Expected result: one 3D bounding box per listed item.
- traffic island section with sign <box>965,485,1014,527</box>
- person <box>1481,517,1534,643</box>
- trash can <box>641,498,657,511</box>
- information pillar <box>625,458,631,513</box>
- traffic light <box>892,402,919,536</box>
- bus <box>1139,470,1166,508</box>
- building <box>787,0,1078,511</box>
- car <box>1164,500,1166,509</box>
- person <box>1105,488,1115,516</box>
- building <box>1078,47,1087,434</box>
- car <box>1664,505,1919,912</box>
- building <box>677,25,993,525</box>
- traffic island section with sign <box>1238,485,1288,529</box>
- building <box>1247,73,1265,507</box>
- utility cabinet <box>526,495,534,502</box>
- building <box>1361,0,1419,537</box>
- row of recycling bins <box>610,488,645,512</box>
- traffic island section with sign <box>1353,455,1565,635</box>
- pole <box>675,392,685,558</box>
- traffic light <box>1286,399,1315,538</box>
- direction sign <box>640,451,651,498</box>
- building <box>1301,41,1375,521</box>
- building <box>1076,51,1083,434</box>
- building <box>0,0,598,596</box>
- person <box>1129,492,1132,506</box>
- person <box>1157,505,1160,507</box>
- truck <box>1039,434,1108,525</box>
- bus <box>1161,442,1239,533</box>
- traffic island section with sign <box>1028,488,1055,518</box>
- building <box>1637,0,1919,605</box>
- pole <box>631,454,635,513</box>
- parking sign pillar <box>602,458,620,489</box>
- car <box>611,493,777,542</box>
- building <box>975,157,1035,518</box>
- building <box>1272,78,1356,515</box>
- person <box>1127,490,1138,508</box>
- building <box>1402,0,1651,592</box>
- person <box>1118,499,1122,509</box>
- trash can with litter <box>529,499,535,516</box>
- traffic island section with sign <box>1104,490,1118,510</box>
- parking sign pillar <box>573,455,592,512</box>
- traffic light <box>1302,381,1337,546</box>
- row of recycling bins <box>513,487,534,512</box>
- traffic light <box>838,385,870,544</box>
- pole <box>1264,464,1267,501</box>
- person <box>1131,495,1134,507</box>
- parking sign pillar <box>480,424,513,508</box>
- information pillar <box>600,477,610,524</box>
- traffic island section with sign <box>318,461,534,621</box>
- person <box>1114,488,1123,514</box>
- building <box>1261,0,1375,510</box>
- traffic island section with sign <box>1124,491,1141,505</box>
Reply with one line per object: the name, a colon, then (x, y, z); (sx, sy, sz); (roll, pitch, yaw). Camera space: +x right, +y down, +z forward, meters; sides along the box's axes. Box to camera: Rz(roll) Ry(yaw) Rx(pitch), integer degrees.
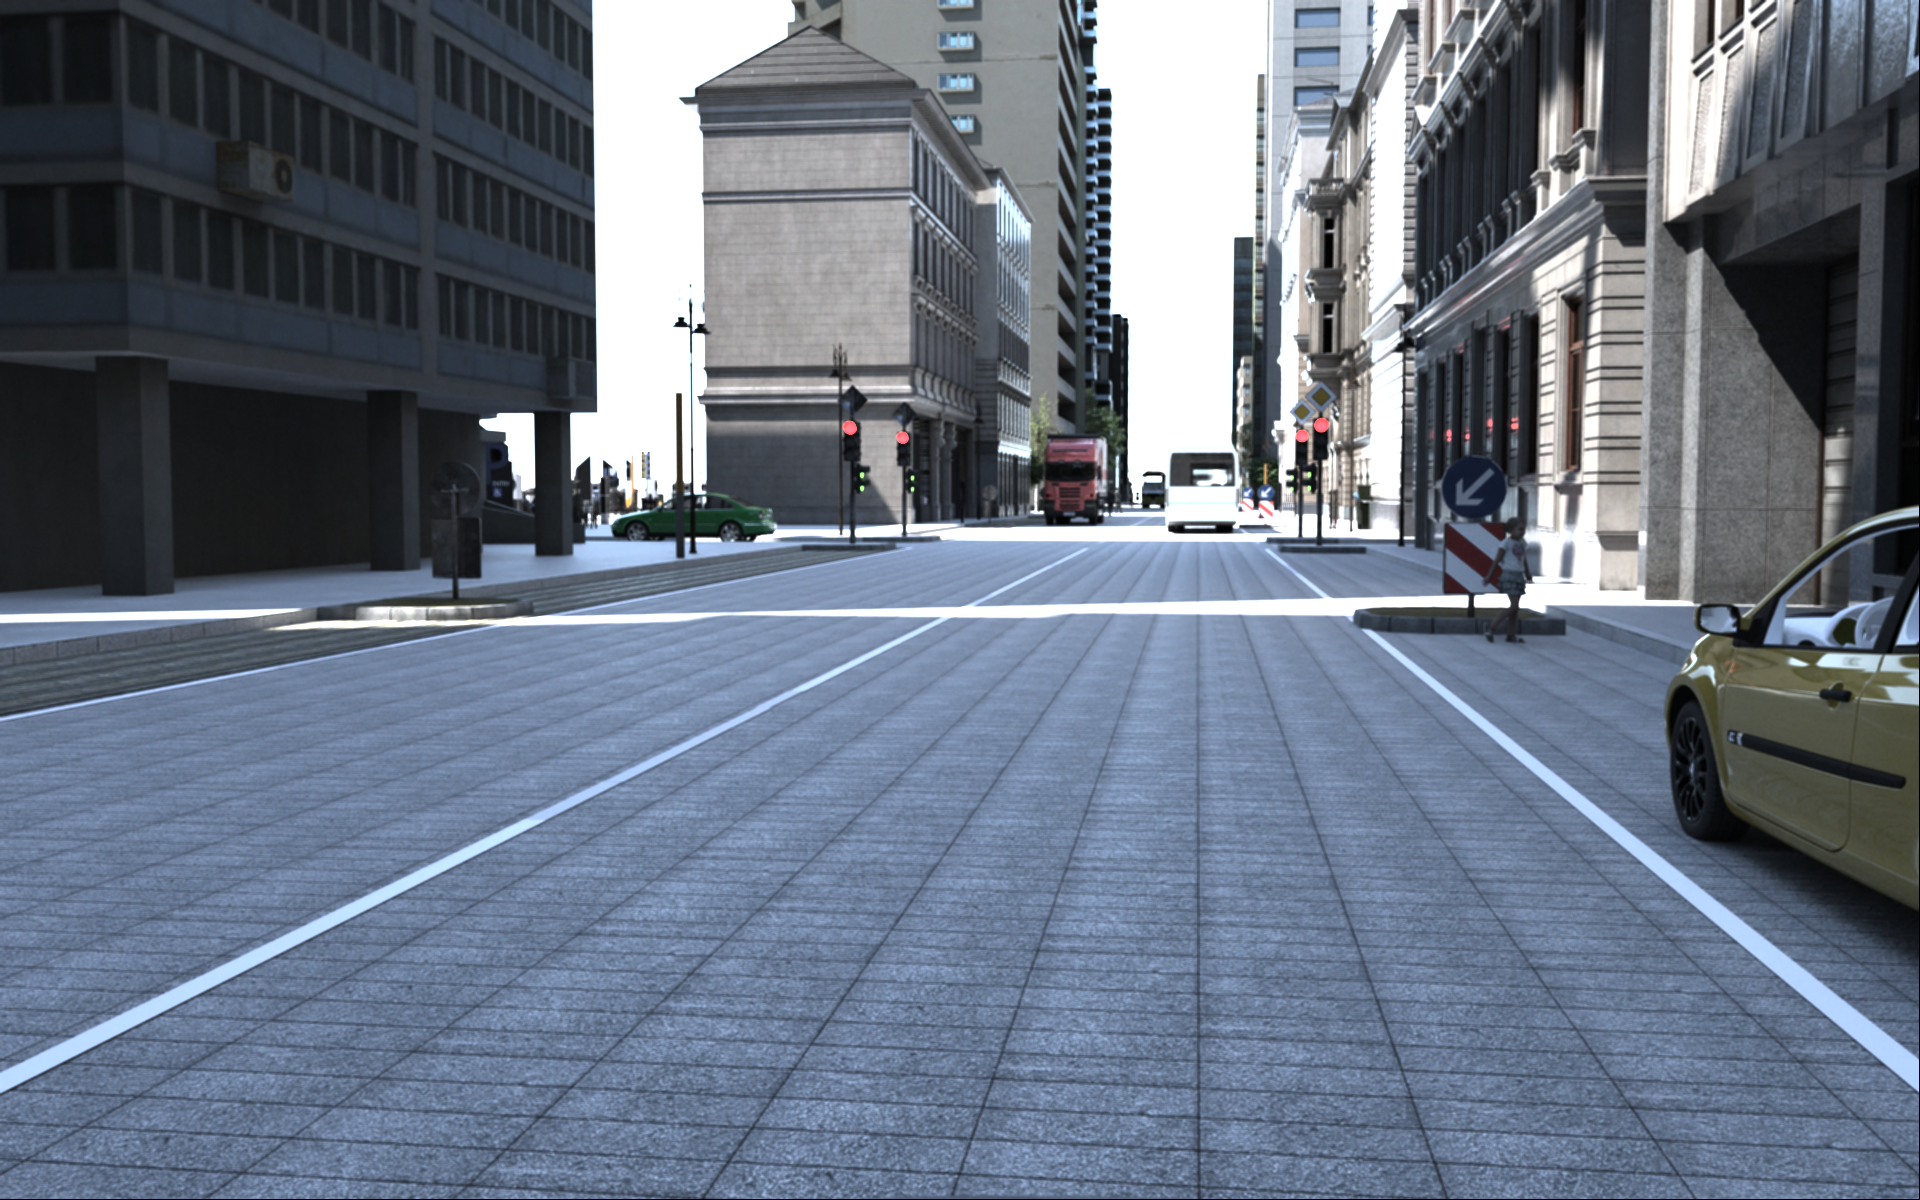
traffic island section with sign: (1.302, -4.042, 74.719); (1.989, 1.847, 2.006); (0, 4, 8)
person: (5.331, -0.199, 16.772); (0.505, 1.210, 0.382); (-3, 4, -38)
trash can: (-12.779, -3.640, 71.161); (0.748, 1.137, 0.748); (0, 3, 0)
information pillar: (-21.337, -7.363, 111.747); (0.504, 3.616, 0.183); (0, 4, 1)
traffic light: (-1.673, -3.895, 52.601); (0.839, 4.253, 0.868); (0, 4, 8)
bus: (20.158, -11.496, 179.503); (2.896, 3.916, 12.252); (0, 4, 8)
building: (-1.971, -31.501, 138.736); (21.300, 48.544, 21.600); (0, 4, 8)
car: (14.739, -6.408, 116.770); (2.014, 1.417, 4.499); (0, 4, 7)
person: (9.800, -6.394, 112.817); (0.659, 1.850, 0.755); (1, 4, 12)
building: (4.982, -31.804, 170.108); (14.600, 45.320, 14.200); (0, 4, 8)
car: (3.745, 0.261, 5.949); (2.015, 1.641, 3.980); (0, 4, 6)
building: (-6.204, -13.575, 72.861); (10.553, 20.767, 40.483); (0, 4, 8)
traffic island section with sign: (12.712, -3.921, 72.738); (1.989, 1.847, 2.006); (0, 4, 8)
building: (35.996, -29.810, 170.982); (14.154, 41.232, 14.086); (0, 4, 8)
utility cabinet: (-22.540, -4.941, 91.949); (0.306, 1.237, 1.020); (3, 4, 37)
building: (22.827, -13.769, 54.008); (19.941, 23.489, 11.050); (0, 4, 8)
row of recycling bins: (-23.318, -7.042, 122.250); (3.534, 1.692, 1.069); (-3, 5, -40)
traffic island section with sign: (5.295, -0.612, 18.636); (1.989, 1.847, 2.006); (0, 4, 8)
pole: (-5.630, -2.503, 34.771); (0.158, 3.312, 0.155); (0, 3, 0)
traffic light: (10.031, -3.798, 51.017); (0.839, 4.253, 0.868); (0, 4, 8)
direction sign: (-16.455, -6.041, 90.770); (0.876, 3.537, 0.379); (3, 5, 44)
building: (24.556, -16.349, 86.394); (14.460, 24.649, 34.723); (0, 4, 8)
building: (3.513, -28.905, 156.185); (14.154, 41.232, 14.086); (0, 4, 8)
building: (-20.055, -20.755, 31.228); (23.993, 40.220, 32.217); (0, 4, 8)
person: (20.659, -12.182, 208.397); (0.721, 1.735, 1.217); (-2, 4, -26)
person: (22.618, -11.495, 197.153); (1.217, 1.736, 0.721); (0, 4, -8)
truck: (5.589, -5.765, 83.177); (2.839, 4.237, 11.283); (0, 4, 7)
bus: (9.332, -4.454, 67.680); (2.948, 3.499, 13.247); (0, 4, 7)
traffic island section with sign: (5.061, -5.720, 102.141); (1.989, 1.847, 2.006); (0, 4, 8)
building: (12.866, -11.726, 9.741); (12.078, 24.808, 19.932); (0, 4, 8)
pole: (-16.737, -5.796, 88.600); (0.158, 3.312, 0.155); (0, 3, 0)
parking sign pillar: (-26.355, -8.706, 130.820); (1.447, 3.967, 1.447); (-3, 5, -43)
car: (-7.647, -2.495, 49.592); (4.718, 1.807, 1.959); (1, 4, 8)
building: (-1.334, -15.451, 101.782); (9.793, 20.994, 18.267); (0, 4, 8)
building: (27.980, -20.075, 114.136); (13.634, 28.700, 20.117); (0, 4, 8)
person: (17.939, -10.529, 180.654); (1.348, 1.824, 0.705); (2, 4, 34)
building: (14.639, -11.921, 31.071); (11.583, 22.565, 21.152); (0, 4, 8)
person: (15.466, -9.566, 168.169); (0.557, 1.426, 1.065); (3, 4, 36)
trash can with litter: (-14.250, -2.926, 59.235); (0.624, 1.170, 1.055); (1, 4, 11)
traffic island section with sign: (15.527, -10.379, 178.322); (1.989, 1.847, 2.006); (0, 4, 8)
parking sign pillar: (-25.740, -7.927, 118.081); (1.447, 3.967, 1.447); (2, 4, 35)
traffic light: (8.945, -3.314, 43.106); (0.839, 4.253, 0.868); (0, 4, 8)
row of recycling bins: (-26.643, -5.843, 102.640); (3.534, 1.692, 1.069); (-3, 4, -39)
traffic light: (-2.759, -3.411, 44.690); (0.839, 4.253, 0.868); (0, 4, 8)
pole: (20.553, -7.506, 116.563); (0.158, 3.312, 0.155); (0, 3, 0)
person: (19.963, -11.649, 199.749); (0.721, 1.735, 1.217); (0, 4, -4)
parking sign pillar: (-17.429, -4.672, 64.853); (1.447, 3.967, 1.447); (-3, 5, -42)
information pillar: (-15.210, -4.261, 74.163); (0.304, 2.012, 0.304); (1, 4, 17)
traffic island section with sign: (-6.146, -0.717, 20.357); (1.989, 1.847, 2.006); (0, 4, 8)
person: (11.392, -7.154, 124.837); (0.648, 1.900, 0.474); (2, 4, 27)
building: (36.824, -37.128, 149.035); (21.231, 58.520, 28.212); (0, 4, 8)
traffic island section with sign: (23.087, -13.746, 233.368); (1.989, 1.847, 2.006); (0, 4, 8)
